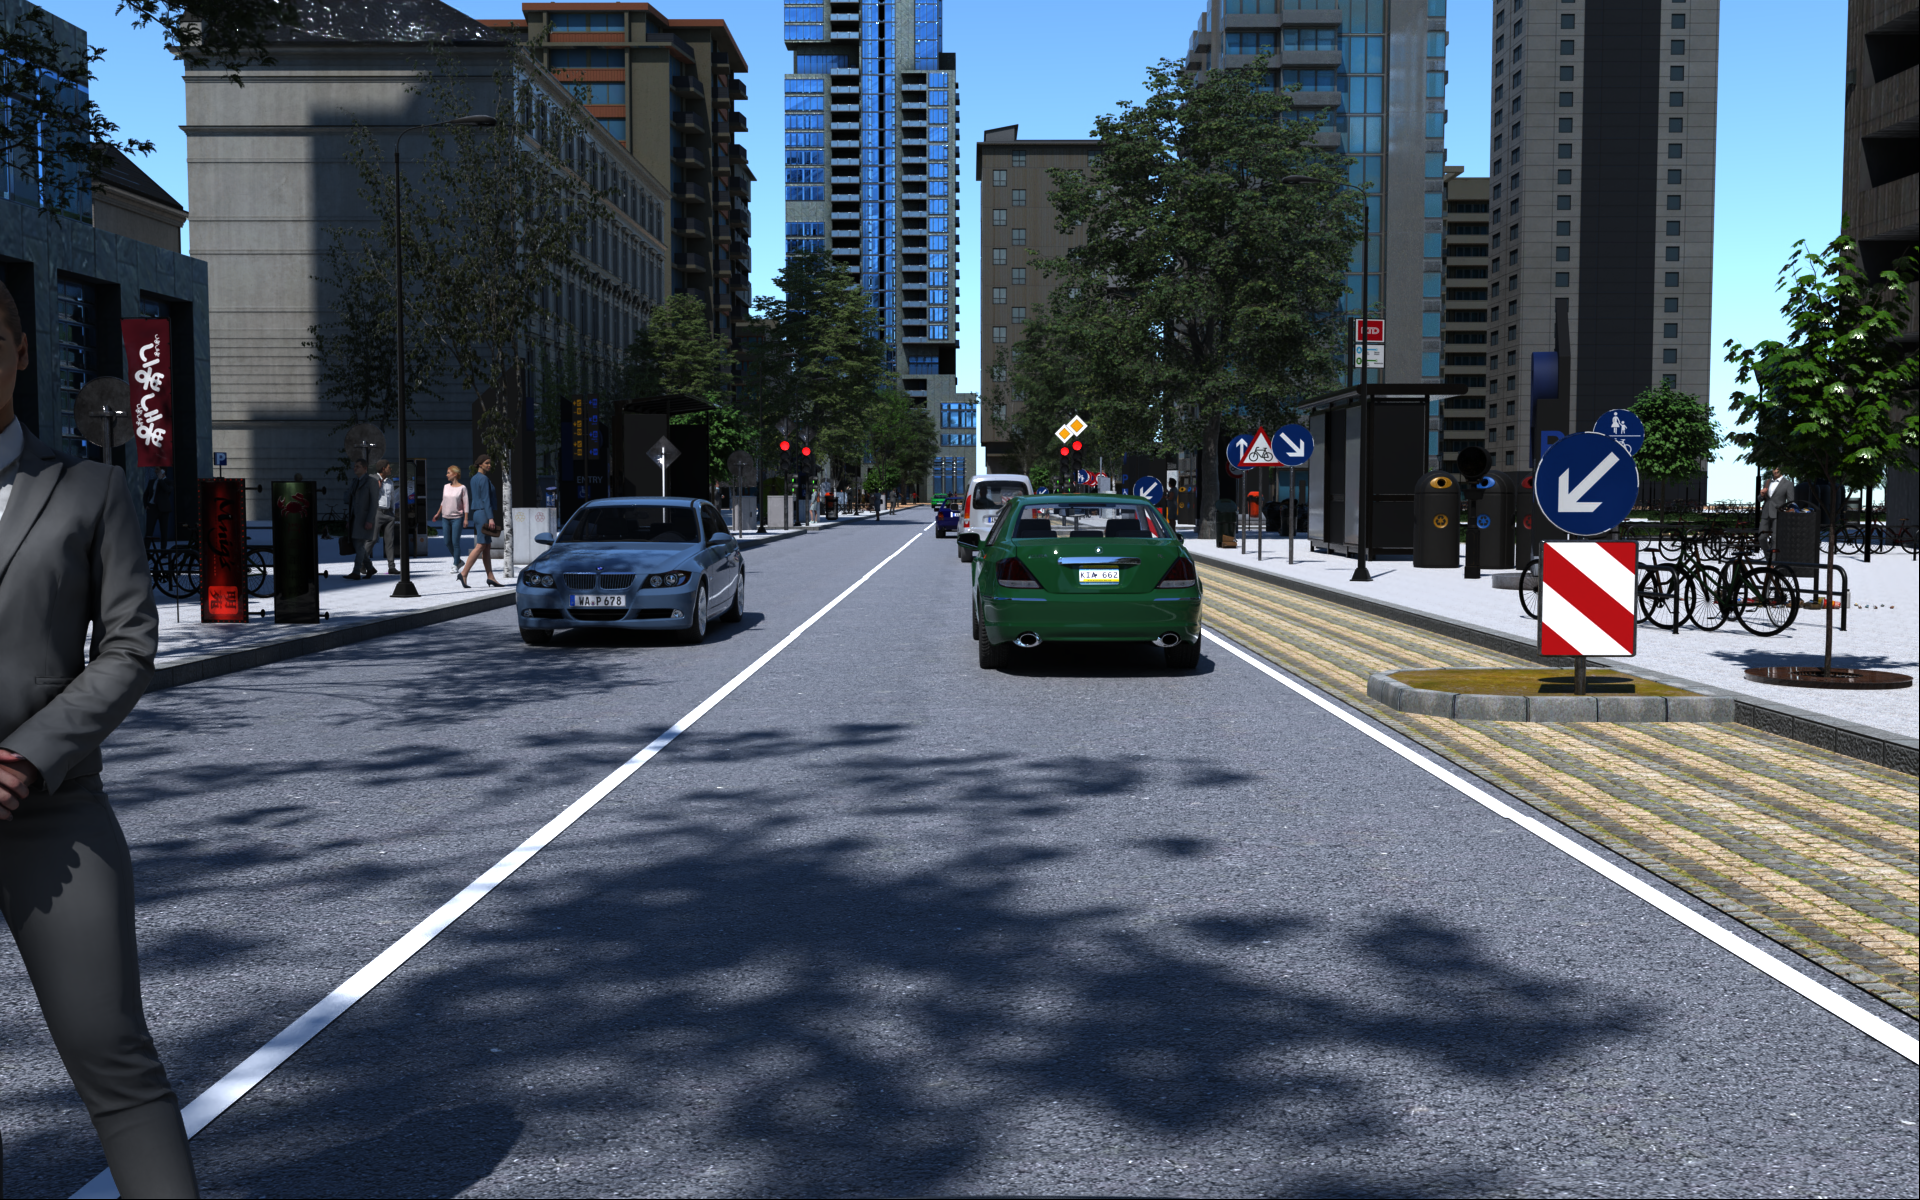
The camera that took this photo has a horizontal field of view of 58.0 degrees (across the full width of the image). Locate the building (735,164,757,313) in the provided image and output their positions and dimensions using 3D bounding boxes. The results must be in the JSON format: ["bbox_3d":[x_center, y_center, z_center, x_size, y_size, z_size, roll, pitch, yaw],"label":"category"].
[{"bbox_3d":[-43.100,-40.742,255.370,27.495,52.752,28.713,0,4,0],"label":"building"}]

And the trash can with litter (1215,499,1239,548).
[{"bbox_3d":[6.420,-1.825,41.220,0.624,1.170,1.055,0,4,-2],"label":"trash can with litter"}]

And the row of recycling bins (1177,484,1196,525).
[{"bbox_3d":[9.989,-3.985,72.267,1.069,1.692,3.534,-1,4,-11],"label":"row of recycling bins"}]

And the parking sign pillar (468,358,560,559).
[{"bbox_3d":[-9.155,-2.833,34.792,1.447,3.967,1.447,2,4,27],"label":"parking sign pillar"}]

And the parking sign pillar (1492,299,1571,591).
[{"bbox_3d":[8.002,-2.141,23.476,1.447,3.967,1.447,1,4,16],"label":"parking sign pillar"}]

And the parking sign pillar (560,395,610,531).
[{"bbox_3d":[-10.188,-3.581,47.029,1.447,3.967,1.447,0,4,-2],"label":"parking sign pillar"}]

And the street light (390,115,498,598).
[{"bbox_3d":[-6.371,-2.988,21.400,1.470,5.913,1.316,0,4,0],"label":"street light"}]

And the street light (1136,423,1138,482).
[{"bbox_3d":[5.671,-5.392,60.700,1.470,5.913,1.316,0,4,0],"label":"street light"}]

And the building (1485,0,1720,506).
[{"bbox_3d":[70.185,-46.242,194.312,20.611,71.187,20.563,0,4,0],"label":"building"}]

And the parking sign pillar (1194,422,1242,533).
[{"bbox_3d":[8.534,-4.237,57.751,1.447,3.967,1.447,0,4,1],"label":"parking sign pillar"}]

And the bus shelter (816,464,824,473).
[{"bbox_3d":[-9.787,-7.060,109.349,2.014,3.302,5.546,0,4,0],"label":"bus shelter"}]

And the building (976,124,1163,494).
[{"bbox_3d":[16.129,-40.721,255.030,27.495,52.752,28.713,0,4,0],"label":"building"}]

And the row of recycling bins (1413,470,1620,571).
[{"bbox_3d":[9.432,-1.369,29.500,3.534,1.692,1.069,3,4,37],"label":"row of recycling bins"}]

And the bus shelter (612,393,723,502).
[{"bbox_3d":[-7.244,-3.189,43.431,1.731,3.624,6.357,0,4,1],"label":"bus shelter"}]

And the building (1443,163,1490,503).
[{"bbox_3d":[65.630,-38.394,251.442,21.600,48.544,21.300,0,4,0],"label":"building"}]

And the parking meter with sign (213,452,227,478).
[{"bbox_3d":[-31.524,-4.675,72.700,1.738,3.016,0.543,2,4,33],"label":"parking meter with sign"}]

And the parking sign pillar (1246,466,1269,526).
[{"bbox_3d":[12.017,-5.055,71.114,1.447,3.967,1.447,0,4,2],"label":"parking sign pillar"}]

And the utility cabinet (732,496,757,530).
[{"bbox_3d":[-7.674,-3.092,61.715,0.306,1.237,1.020,2,4,34],"label":"utility cabinet"}]

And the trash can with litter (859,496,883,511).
[{"bbox_3d":[-7.152,-7.546,134.434,2.233,1.210,1.678,0,4,3],"label":"trash can with litter"}]

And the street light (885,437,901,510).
[{"bbox_3d":[-5.515,-10.290,140.777,1.470,5.913,1.316,0,4,0],"label":"street light"}]

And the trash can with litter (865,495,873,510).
[{"bbox_3d":[-7.405,-8.123,144.202,0.624,1.170,1.055,2,4,29],"label":"trash can with litter"}]

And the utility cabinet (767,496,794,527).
[{"bbox_3d":[-7.090,-3.504,68.444,1.020,1.237,0.306,0,4,-3],"label":"utility cabinet"}]

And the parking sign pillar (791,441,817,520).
[{"bbox_3d":[-7.878,-6.055,87.470,1.447,3.967,1.447,-1,4,-22],"label":"parking sign pillar"}]

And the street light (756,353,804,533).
[{"bbox_3d":[-6.012,-5.171,57.084,1.470,5.913,1.316,0,4,0],"label":"street light"}]

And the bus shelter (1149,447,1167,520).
[{"bbox_3d":[9.441,-5.856,87.034,1.731,3.624,6.357,0,4,0],"label":"bus shelter"}]

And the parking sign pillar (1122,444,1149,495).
[{"bbox_3d":[7.529,-5.250,74.307,1.447,3.967,1.447,-3,5,-42],"label":"parking sign pillar"}]

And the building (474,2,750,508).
[{"bbox_3d":[-31.292,-30.825,158.606,22.147,44.769,28.867,0,4,0],"label":"building"}]

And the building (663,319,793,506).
[{"bbox_3d":[-34.443,-21.246,192.418,28.899,21.520,27.650,0,4,0],"label":"building"}]

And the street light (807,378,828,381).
[{"bbox_3d":[-5.972,-5.915,69.253,1.470,5.913,1.316,0,4,0],"label":"street light"}]

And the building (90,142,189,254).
[{"bbox_3d":[-50.700,-13.694,88.519,19.286,19.102,10.561,0,4,0],"label":"building"}]

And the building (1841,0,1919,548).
[{"bbox_3d":[28.569,-16.389,39.656,14.160,30.474,14.107,0,4,0],"label":"building"}]

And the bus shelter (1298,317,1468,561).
[{"bbox_3d":[8.611,-3.637,37.100,2.179,5.291,8.768,0,4,1],"label":"bus shelter"}]

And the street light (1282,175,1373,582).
[{"bbox_3d":[5.388,-3.234,25.411,1.470,5.913,1.316,0,4,0],"label":"street light"}]

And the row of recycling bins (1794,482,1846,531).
[{"bbox_3d":[30.088,-3.268,60.541,1.069,1.692,3.534,3,5,44],"label":"row of recycling bins"}]

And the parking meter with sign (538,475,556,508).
[{"bbox_3d":[-16.665,-4.509,69.977,1.738,3.016,0.543,-1,4,-8],"label":"parking meter with sign"}]

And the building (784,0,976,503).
[{"bbox_3d":[-13.132,-57.438,251.784,31.000,86.520,22.319,0,4,0],"label":"building"}]

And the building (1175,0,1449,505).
[{"bbox_3d":[32.680,-33.385,165.449,23.786,49.044,30.456,0,4,0],"label":"building"}]

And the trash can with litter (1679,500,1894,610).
[{"bbox_3d":[9.412,-0.549,20.037,1.678,1.210,2.233,-2,4,-27],"label":"trash can with litter"}]

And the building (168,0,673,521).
[{"bbox_3d":[-29.050,-20.065,104.473,17.030,29.872,44.131,0,4,0],"label":"building"}]

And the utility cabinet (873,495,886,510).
[{"bbox_3d":[-6.521,-7.865,139.749,1.020,1.237,0.306,1,4,12],"label":"utility cabinet"}]

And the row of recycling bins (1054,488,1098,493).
[{"bbox_3d":[7.558,-6.326,110.546,3.534,1.692,1.069,2,4,33],"label":"row of recycling bins"}]

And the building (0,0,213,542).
[{"bbox_3d":[-36.415,-44.165,34.773,31.000,86.520,22.319,0,4,0],"label":"building"}]

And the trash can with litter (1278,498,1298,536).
[{"bbox_3d":[9.952,-2.542,52.953,0.624,1.170,1.055,0,4,-4],"label":"trash can with litter"}]

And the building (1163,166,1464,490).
[{"bbox_3d":[37.009,-30.716,194.080,32.217,40.220,23.993,0,4,0],"label":"building"}]

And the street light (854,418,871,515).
[{"bbox_3d":[-5.751,-8.102,105.004,1.470,5.913,1.316,0,4,0],"label":"street light"}]
